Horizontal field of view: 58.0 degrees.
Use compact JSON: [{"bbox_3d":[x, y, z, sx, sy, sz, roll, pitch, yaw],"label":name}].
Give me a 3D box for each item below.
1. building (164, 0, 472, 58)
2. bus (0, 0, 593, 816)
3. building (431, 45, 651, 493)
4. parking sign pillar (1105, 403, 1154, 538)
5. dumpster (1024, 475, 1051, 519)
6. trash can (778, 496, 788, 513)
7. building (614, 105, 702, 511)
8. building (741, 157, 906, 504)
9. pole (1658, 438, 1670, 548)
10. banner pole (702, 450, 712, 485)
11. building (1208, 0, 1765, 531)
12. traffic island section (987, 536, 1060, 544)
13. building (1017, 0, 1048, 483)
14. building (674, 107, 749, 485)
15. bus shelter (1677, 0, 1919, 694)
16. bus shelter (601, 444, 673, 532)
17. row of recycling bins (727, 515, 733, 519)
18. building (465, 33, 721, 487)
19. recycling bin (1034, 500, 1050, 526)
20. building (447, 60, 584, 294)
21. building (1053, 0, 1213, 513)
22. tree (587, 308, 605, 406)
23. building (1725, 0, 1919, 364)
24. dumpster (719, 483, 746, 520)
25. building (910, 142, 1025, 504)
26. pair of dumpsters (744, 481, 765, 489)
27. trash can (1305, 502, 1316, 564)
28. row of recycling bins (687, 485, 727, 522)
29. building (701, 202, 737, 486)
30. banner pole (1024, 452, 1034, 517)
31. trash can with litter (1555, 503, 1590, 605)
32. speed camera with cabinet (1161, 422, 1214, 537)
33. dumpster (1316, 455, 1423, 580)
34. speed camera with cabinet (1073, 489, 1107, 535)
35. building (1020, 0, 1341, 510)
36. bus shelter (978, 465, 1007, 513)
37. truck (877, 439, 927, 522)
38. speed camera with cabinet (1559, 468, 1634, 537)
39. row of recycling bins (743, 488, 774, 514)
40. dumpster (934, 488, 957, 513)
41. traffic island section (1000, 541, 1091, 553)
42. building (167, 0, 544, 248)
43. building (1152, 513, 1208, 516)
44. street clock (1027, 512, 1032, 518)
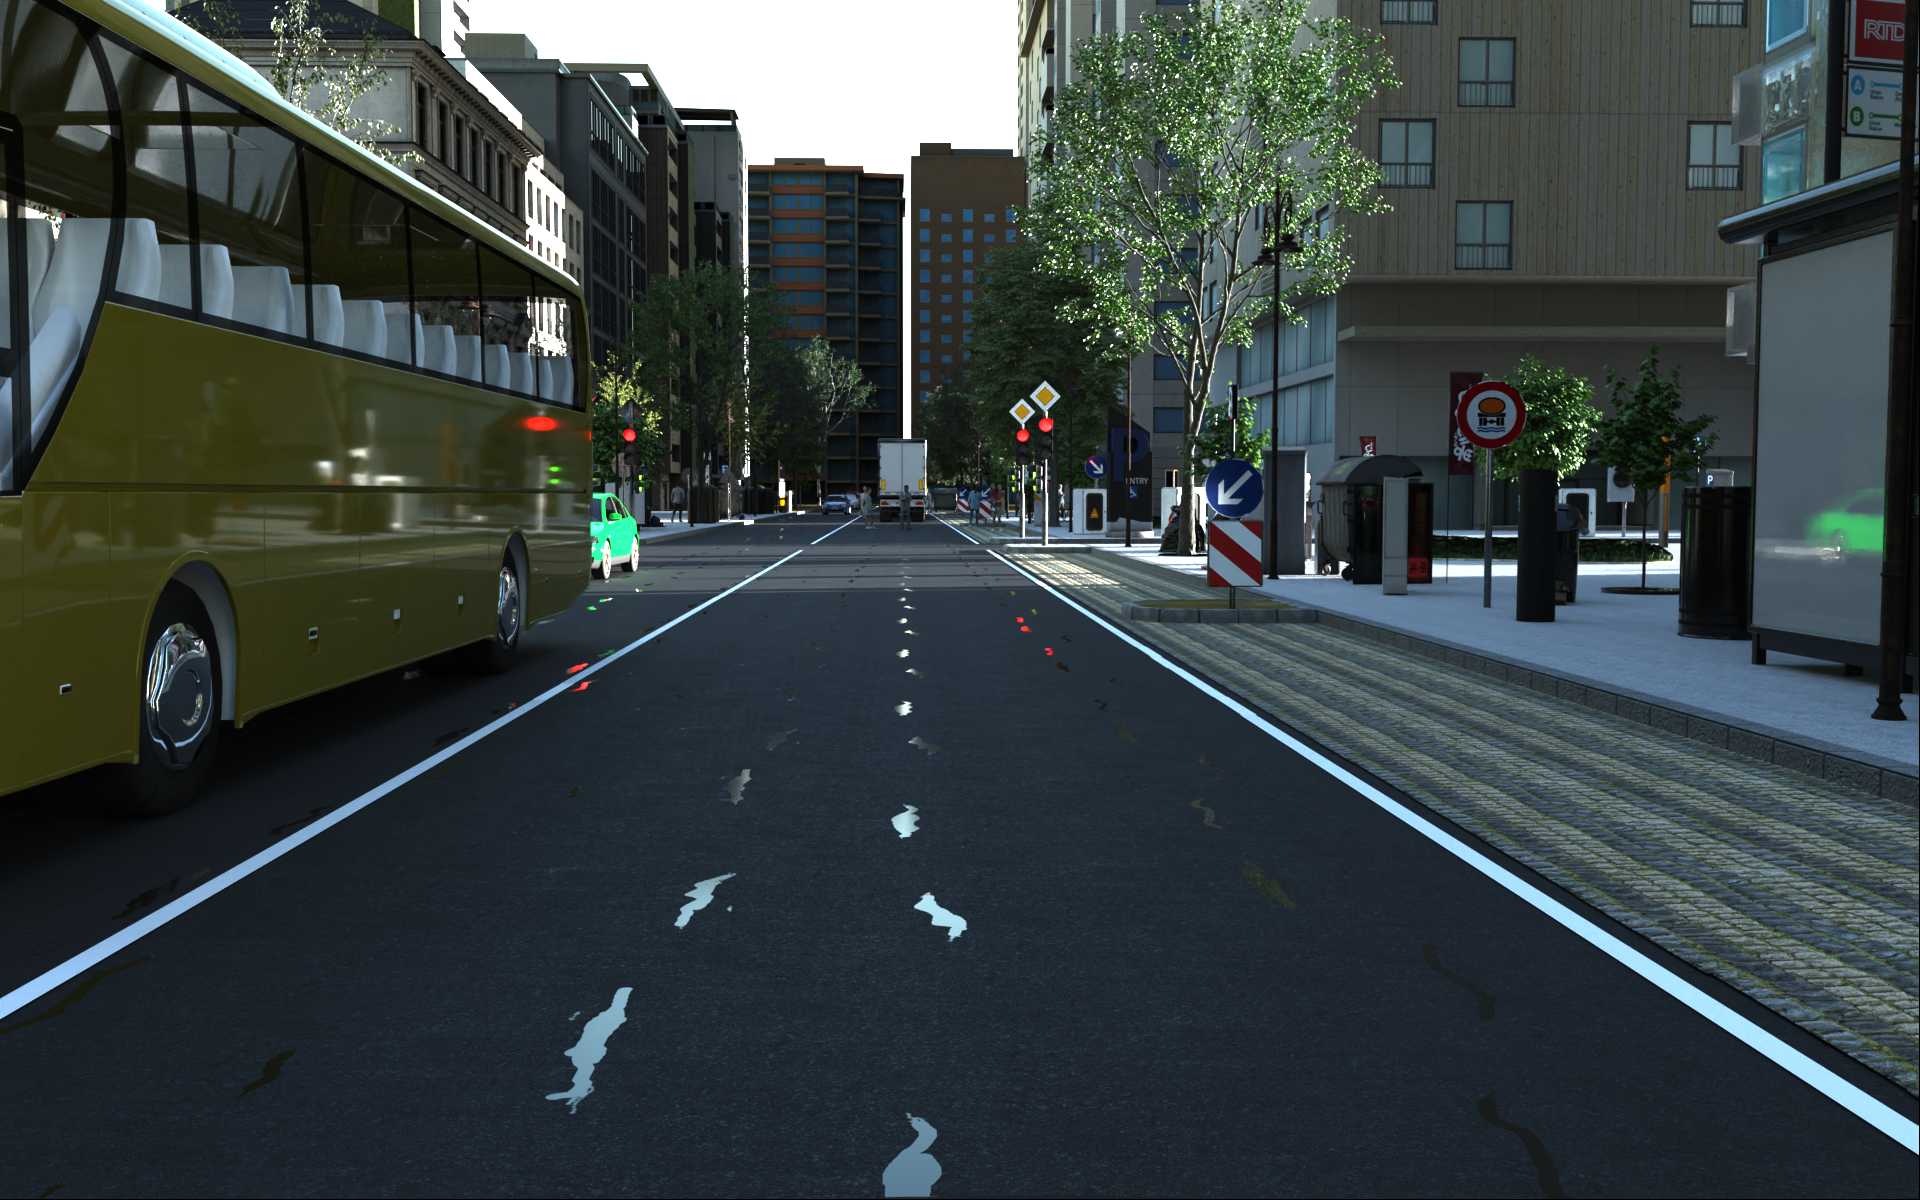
[{"bbox_3d":[-65.870,-39.090,181.118,28.212,58.520,21.231,0,4,-2],"label":"building"},{"bbox_3d":[-4.741,-1.185,10.916,2.896,3.916,12.252,0,4,-1],"label":"bus"},{"bbox_3d":[-27.563,-19.055,105.054,14.314,27.812,24.014,0,4,-2],"label":"building"},{"bbox_3d":[5.024,-3.841,51.278,1.447,3.967,1.447,-1,4,-11],"label":"parking sign pillar"},{"bbox_3d":[3.938,-5.335,89.723,1.502,2.255,1.985,0,4,-2],"label":"dumpster"},{"bbox_3d":[-12.128,-6.554,118.805,0.748,1.137,0.748,0,3,0],"label":"trash can"},{"bbox_3d":[-27.918,-22.035,131.972,14.160,30.474,14.107,0,4,-2],"label":"building"},{"bbox_3d":[-21.565,-35.083,228.226,28.867,44.769,22.147,0,4,-2],"label":"building"},{"bbox_3d":[16.828,-2.905,41.341,0.158,3.312,0.155,0,3,0],"label":"pole"},{"bbox_3d":[-12.857,-5.943,87.177,0.863,3.779,0.401,1,4,16],"label":"banner pole"},{"bbox_3d":[25.030,-29.462,70.948,27.495,52.752,28.713,0,4,-2],"label":"building"},{"bbox_3d":[1.843,-1.756,50.991,2.009,0.180,2.903,0,4,-2],"label":"traffic island section"},{"bbox_3d":[18.307,-48.229,226.793,20.611,71.187,20.563,0,4,-2],"label":"building"},{"bbox_3d":[-30.001,-30.729,186.012,14.086,41.232,14.154,0,4,-2],"label":"building"},{"bbox_3d":[6.825,-2.071,11.499,2.179,5.291,8.768,0,4,-2],"label":"bus shelter"},{"bbox_3d":[-11.551,-4.134,61.515,2.014,3.302,5.546,0,4,-2],"label":"bus shelter"},{"bbox_3d":[-12.719,-5.193,92.025,1.069,1.692,3.534,-1,4,-14],"label":"row of recycling bins"},{"bbox_3d":[-37.663,-28.042,150.361,32.217,40.220,23.993,0,4,-2],"label":"building"},{"bbox_3d":[3.443,-3.457,69.071,0.722,1.027,0.722,3,5,42],"label":"recycling bin"},{"bbox_3d":[-25.164,-14.080,84.954,10.420,20.320,16.860,0,4,-2],"label":"building"},{"bbox_3d":[18.758,-37.314,152.084,21.231,58.520,28.212,0,4,-2],"label":"building"},{"bbox_3d":[-15.098,-6.925,63.579,4.360,8.622,3.978,0,3,0],"label":"tree"},{"bbox_3d":[22.728,-24.129,14.118,23.786,49.044,30.456,0,4,-2],"label":"building"},{"bbox_3d":[-11.373,-4.920,86.202,1.264,1.857,1.865,0,4,-2],"label":"dumpster"},{"bbox_3d":[0.748,-35.087,223.778,14.200,45.320,14.600,0,4,-2],"label":"building"},{"bbox_3d":[-14.618,-7.409,123.628,1.574,2.255,4.437,0,4,-2],"label":"pair of dumpsters"},{"bbox_3d":[6.186,-1.241,31.945,0.748,1.137,0.748,0,3,0],"label":"trash can"},{"bbox_3d":[-11.590,-4.371,78.575,1.069,1.692,3.534,0,4,4],"label":"row of recycling bins"},{"bbox_3d":[-29.730,-24.367,170.098,14.160,30.474,14.107,0,4,-2],"label":"building"},{"bbox_3d":[3.668,-6.220,91.720,0.863,3.779,0.401,2,4,34],"label":"banner pole"},{"bbox_3d":[7.050,-0.547,20.333,0.624,1.170,1.055,1,4,21],"label":"trash can with litter"},{"bbox_3d":[5.869,-2.942,42.435,2.038,3.252,0.660,-3,4,-36],"label":"speed camera with cabinet"},{"bbox_3d":[6.252,-1.263,26.411,1.264,1.857,1.865,0,4,-2],"label":"dumpster"},{"bbox_3d":[4.583,-3.717,55.111,2.038,3.252,0.660,-2,4,-31],"label":"speed camera with cabinet"},{"bbox_3d":[21.459,-36.160,180.451,28.713,52.752,27.495,0,4,-2],"label":"building"},{"bbox_3d":[2.376,-7.682,119.517,2.014,3.302,5.546,0,4,-2],"label":"bus shelter"},{"bbox_3d":[-3.108,-6.370,93.065,2.839,4.237,11.283,0,4,-2],"label":"truck"},{"bbox_3d":[18.857,-3.485,51.321,2.038,3.252,0.660,1,4,11],"label":"speed camera with cabinet"},{"bbox_3d":[-13.198,-6.487,113.175,1.069,1.692,3.534,-2,4,-32],"label":"row of recycling bins"},{"bbox_3d":[-1.103,-7.494,130.748,1.865,1.857,1.264,0,4,-2],"label":"dumpster"},{"bbox_3d":[2.122,-1.268,43.011,2.009,0.180,2.903,0,4,-2],"label":"traffic island section"},{"bbox_3d":[-23.270,-12.373,66.925,10.561,19.102,19.286,0,4,-2],"label":"building"},{"bbox_3d":[19.280,-34.840,111.627,21.231,58.520,28.212,0,4,-2],"label":"building"},{"bbox_3d":[3.737,-5.406,92.954,0.358,2.002,0.471,1,4,19],"label":"street clock"}]
